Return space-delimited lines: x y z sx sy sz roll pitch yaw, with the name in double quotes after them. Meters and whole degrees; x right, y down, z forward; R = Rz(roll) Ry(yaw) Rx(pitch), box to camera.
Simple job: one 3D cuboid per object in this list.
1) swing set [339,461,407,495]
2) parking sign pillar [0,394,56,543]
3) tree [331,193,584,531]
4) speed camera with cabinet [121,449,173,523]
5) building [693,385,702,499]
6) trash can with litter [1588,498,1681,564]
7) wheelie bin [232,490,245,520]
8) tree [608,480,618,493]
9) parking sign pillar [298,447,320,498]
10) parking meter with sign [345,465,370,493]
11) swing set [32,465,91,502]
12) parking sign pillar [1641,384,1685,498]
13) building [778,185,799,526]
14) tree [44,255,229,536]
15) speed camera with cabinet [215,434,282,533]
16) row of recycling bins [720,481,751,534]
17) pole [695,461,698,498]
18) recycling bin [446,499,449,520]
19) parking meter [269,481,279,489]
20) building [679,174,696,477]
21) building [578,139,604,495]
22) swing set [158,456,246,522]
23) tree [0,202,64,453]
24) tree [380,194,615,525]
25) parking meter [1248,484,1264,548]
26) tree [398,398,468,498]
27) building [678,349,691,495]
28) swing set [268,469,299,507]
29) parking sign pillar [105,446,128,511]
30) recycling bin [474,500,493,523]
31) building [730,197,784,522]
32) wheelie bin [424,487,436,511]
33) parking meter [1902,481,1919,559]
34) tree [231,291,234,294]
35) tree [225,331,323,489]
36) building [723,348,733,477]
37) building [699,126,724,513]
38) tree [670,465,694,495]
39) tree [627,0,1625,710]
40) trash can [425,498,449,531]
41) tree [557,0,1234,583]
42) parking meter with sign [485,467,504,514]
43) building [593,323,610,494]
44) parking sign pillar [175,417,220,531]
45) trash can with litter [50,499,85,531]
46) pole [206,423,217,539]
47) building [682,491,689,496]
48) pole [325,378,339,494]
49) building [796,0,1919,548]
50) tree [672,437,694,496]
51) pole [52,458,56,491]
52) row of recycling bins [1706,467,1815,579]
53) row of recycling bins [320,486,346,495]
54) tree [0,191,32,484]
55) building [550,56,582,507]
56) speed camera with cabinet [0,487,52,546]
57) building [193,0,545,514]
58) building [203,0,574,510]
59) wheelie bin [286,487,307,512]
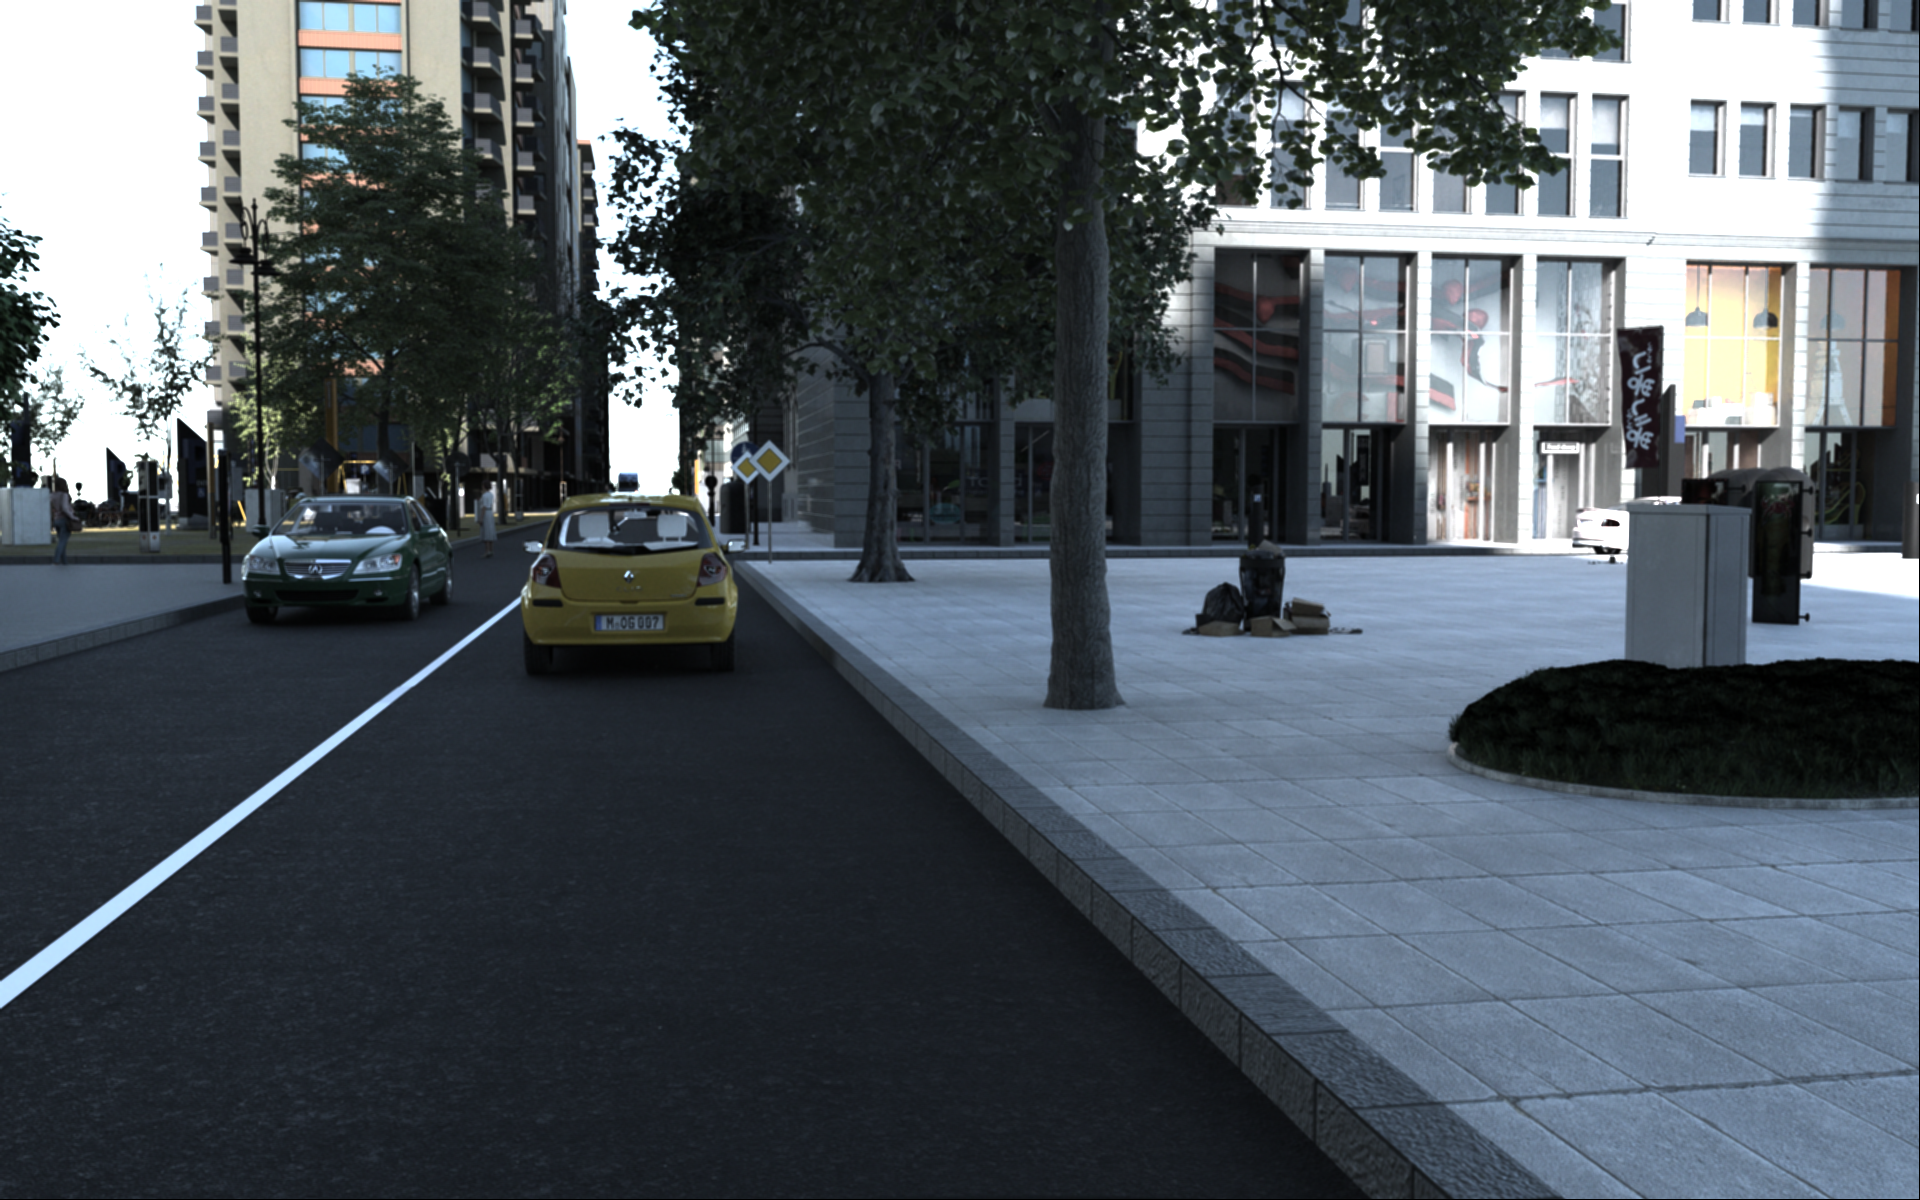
-28.216 -5.208 82.764 3.119 2.851 2.862 0 4 -5 "swing set"
-24.634 -3.489 45.511 1.447 3.967 1.447 -2 4 -29 "parking sign pillar"
-18.006 -8.267 60.918 9.928 11.665 9.643 0 3 0 "tree"
-35.867 -5.018 76.385 2.038 3.252 0.660 0 4 -7 "speed camera with cabinet"
-12.918 -20.266 176.388 27.650 21.520 28.899 -1 4 -10 "building"
12.689 -1.274 31.896 2.233 1.210 1.678 0 4 7 "trash can with litter"
-36.250 -4.840 87.040 0.693 1.594 0.980 1 4 17 "wheelie bin"
-47.726 -14.877 237.834 1.663 3.219 1.824 0 3 0 "tree"
-31.639 -5.854 84.191 1.447 3.967 1.447 3 5 42 "parking sign pillar"
-30.413 -5.540 86.844 1.738 3.016 0.543 -1 4 -14 "parking meter with sign"
-49.536 -5.930 94.574 2.862 2.851 3.119 1 4 22 "swing set"
17.530 -3.347 43.203 1.447 3.967 1.447 0 4 -7 "parking sign pillar"
0.050 -17.090 66.814 14.401 28.519 23.554 -1 4 -10 "building"
-24.457 -6.262 52.750 4.360 8.622 3.978 0 3 0 "tree"
-23.330 -3.818 56.755 2.038 3.252 0.660 1 4 10 "speed camera with cabinet"
-7.423 -3.064 57.214 1.069 1.692 3.534 0 4 -6 "row of recycling bins"
-15.853 -6.752 104.239 0.158 3.312 0.155 0 3 0 "pole"
-25.829 -4.482 85.837 0.722 1.027 0.722 3 4 37 "recycling bin"
-31.510 -4.519 79.590 0.255 1.863 0.399 3 5 43 "parking meter"
-24.951 -34.784 223.337 22.147 44.769 28.867 -1 4 -10 "building"
-54.732 -33.798 207.214 22.147 44.769 28.867 -1 4 -10 "building"
-31.395 -4.474 70.769 3.119 2.851 2.862 1 4 19 "swing set"
-10.258 -1.995 16.334 4.285 4.588 4.351 0 3 0 "tree"
-19.319 -9.896 72.164 12.009 13.543 11.850 0 3 0 "tree"
7.071 -2.014 41.348 0.372 1.533 0.369 0 3 0 "parking meter"
-31.744 -9.469 105.183 4.737 8.622 4.395 0 3 0 "tree"
-35.912 -30.142 264.521 14.160 30.474 14.107 -1 4 -10 "building"
-41.425 -6.761 108.167 3.119 2.851 2.862 0 4 6 "swing set"
-47.939 -6.732 98.532 1.447 3.967 1.447 1 4 12 "parking sign pillar"
-21.308 -3.970 77.465 0.722 1.027 0.722 -1 4 -21 "recycling bin"
-6.538 -14.579 87.525 9.793 20.994 18.267 -1 4 -10 "building"
-24.835 -4.460 80.823 0.693 1.594 0.980 -1 4 -9 "wheelie bin"
18.775 -1.571 34.095 0.372 1.533 0.369 0 3 0 "parking meter"
-15.126 -7.847 46.428 7.486 12.596 7.792 0 3 0 "tree"
-29.965 -7.657 75.552 4.737 8.622 4.395 0 3 0 "tree"
-8.962 -15.369 106.042 10.420 20.320 16.860 -1 4 -10 "building"
-11.685 -21.600 124.864 14.160 30.474 14.107 -1 4 -10 "building"
-31.452 -13.032 196.794 4.285 4.588 4.351 0 3 0 "tree"
0.897 -5.602 9.713 7.486 12.596 7.792 0 3 0 "tree"
-17.426 -2.818 57.734 0.748 1.137 0.748 0 3 0 "trash can"
-1.047 -6.618 25.213 9.611 12.733 9.660 0 3 0 "tree"
-29.660 -6.928 109.541 1.738 3.016 0.543 0 4 -8 "parking meter with sign"
-59.608 -29.754 258.175 14.160 30.474 14.107 -1 4 -10 "building"
-27.026 -4.454 61.302 1.447 3.967 1.447 1 4 23 "parking sign pillar"
-31.847 -3.078 61.387 1.678 1.210 2.233 1 4 20 "trash can with litter"
-21.463 -3.413 49.639 0.158 3.312 0.155 0 3 0 "pole"
-29.586 -49.452 246.789 20.563 71.187 20.611 -1 4 -10 "building"
-11.111 -2.252 30.670 0.158 3.312 0.155 0 3 0 "pole"
10.603 -16.545 48.005 29.804 29.767 11.434 -1 4 -10 "building"
-32.205 -15.600 205.426 4.360 8.622 3.978 0 3 0 "tree"
-51.283 -6.379 98.141 0.158 3.312 0.155 0 3 0 "pole"
12.636 -1.256 27.651 1.069 1.692 3.534 0 4 8 "row of recycling bins"
-33.106 -5.116 90.759 3.534 1.692 1.069 1 4 16 "row of recycling bins"
-22.571 -5.406 38.755 4.737 8.622 4.395 0 3 0 "tree"
-45.462 -32.003 173.360 14.600 45.320 14.200 -1 4 -10 "building"
-23.562 -2.953 42.625 0.660 3.252 2.038 2 4 34 "speed camera with cabinet"
-41.381 -28.705 123.958 22.147 44.769 28.867 -1 4 -10 "building"
-48.346 -34.387 151.462 28.713 52.752 27.495 -1 4 -10 "building"
-31.034 -4.471 81.001 0.980 1.594 0.693 0 4 -7 "wheelie bin"
